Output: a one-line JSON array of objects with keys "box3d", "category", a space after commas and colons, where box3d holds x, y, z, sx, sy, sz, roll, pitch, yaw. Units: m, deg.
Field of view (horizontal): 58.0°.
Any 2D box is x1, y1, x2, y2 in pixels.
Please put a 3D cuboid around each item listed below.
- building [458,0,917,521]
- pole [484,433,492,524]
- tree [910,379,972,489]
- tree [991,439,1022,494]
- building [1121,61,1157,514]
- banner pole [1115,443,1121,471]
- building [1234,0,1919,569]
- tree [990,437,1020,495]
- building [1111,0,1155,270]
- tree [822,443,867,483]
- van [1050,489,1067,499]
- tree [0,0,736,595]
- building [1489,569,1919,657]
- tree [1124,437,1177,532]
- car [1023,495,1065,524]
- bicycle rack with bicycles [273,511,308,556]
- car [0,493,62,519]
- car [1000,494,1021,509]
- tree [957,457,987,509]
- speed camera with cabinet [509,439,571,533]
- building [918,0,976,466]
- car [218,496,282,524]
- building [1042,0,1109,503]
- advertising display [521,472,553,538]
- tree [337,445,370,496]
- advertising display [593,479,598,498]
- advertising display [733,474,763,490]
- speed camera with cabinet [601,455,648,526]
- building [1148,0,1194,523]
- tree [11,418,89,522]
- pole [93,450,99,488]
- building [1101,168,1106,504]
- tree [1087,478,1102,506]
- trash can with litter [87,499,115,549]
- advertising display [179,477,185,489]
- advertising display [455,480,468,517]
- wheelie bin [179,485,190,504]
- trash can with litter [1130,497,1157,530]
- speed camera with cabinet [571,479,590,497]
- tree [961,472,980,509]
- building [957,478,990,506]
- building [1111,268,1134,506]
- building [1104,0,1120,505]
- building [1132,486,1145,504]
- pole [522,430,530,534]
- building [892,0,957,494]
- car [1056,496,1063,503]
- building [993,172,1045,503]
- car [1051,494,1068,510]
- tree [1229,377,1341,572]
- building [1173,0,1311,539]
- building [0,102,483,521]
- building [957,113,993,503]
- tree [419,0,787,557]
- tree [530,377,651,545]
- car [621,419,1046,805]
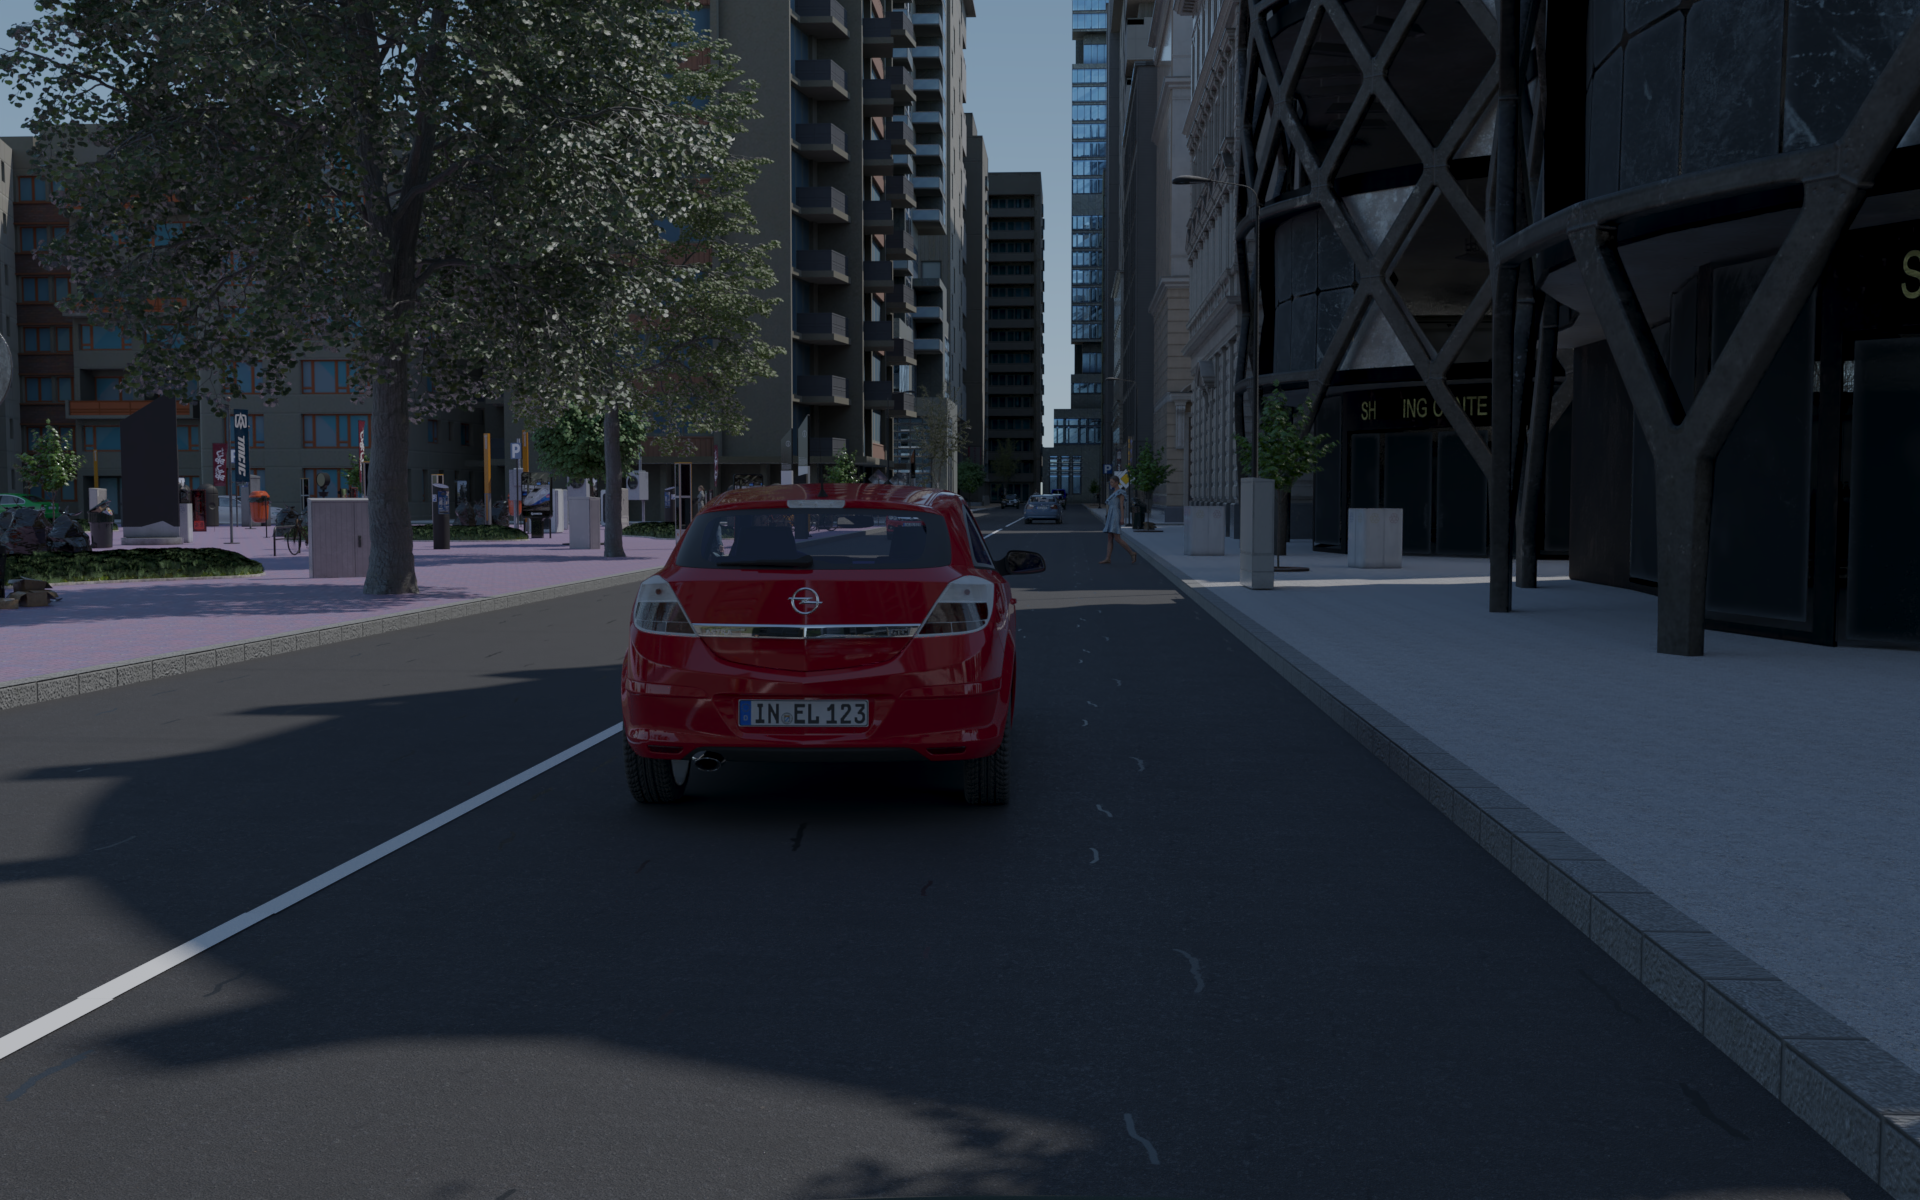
[{"box3d": [-14.020, -26.789, 92.620, 22.147, 44.769, 28.867, 0, 4, 4], "category": "building"}, {"box3d": [-15.919, -3.946, 58.365, 0.158, 3.312, 0.155, 0, 3, 0], "category": "pole"}, {"box3d": [-1.358, -9.837, 111.204, 4.360, 8.622, 3.978, 0, 3, 0], "category": "tree"}, {"box3d": [6.204, -16.914, 226.903, 4.360, 8.622, 3.978, 0, 3, 0], "category": "tree"}, {"box3d": [17.022, -18.878, 102.166, 14.314, 27.812, 24.014, 0, 4, 4], "category": "building"}, {"box3d": [7.697, -5.783, 84.571, 0.401, 3.779, 0.863, -1, 4, -20], "category": "banner pole"}, {"box3d": [14.683, -10.503, 39.171, 16.820, 18.784, 16.811, 0, 4, 4], "category": "building"}, {"box3d": [5.674, -16.513, 220.346, 4.737, 8.622, 4.395, 0, 3, 0], "category": "tree"}, {"box3d": [29.288, -35.449, 168.831, 28.713, 52.752, 27.495, 0, 4, 4], "category": "building"}, {"box3d": [-4.222, -4.293, 64.789, 1.663, 3.219, 1.824, 0, 3, 0], "category": "tree"}, {"box3d": [12.370, -13.039, 217.566, 2.240, 2.365, 5.245, 0, 4, 3], "category": "van"}, {"box3d": [-7.303, -7.062, 22.123, 9.857, 13.997, 8.962, 0, 3, 0], "category": "tree"}, {"box3d": [13.782, -9.136, 16.820, 16.820, 18.784, 16.811, 0, 4, 4], "category": "building"}, {"box3d": [6.251, -3.910, 58.524, 1.663, 3.219, 1.824, 0, 3, 0], "category": "tree"}, {"box3d": [4.054, -4.401, 83.961, 2.014, 1.417, 4.499, 0, 4, 5], "category": "car"}, {"box3d": [-13.221, -1.434, 36.833, 2.852, 0.926, 2.925, 0, 4, -4], "category": "bicycle rack with bicycles"}, {"box3d": [-42.755, -4.199, 77.448, 4.718, 1.807, 1.959, 0, 4, 3], "category": "car"}, {"box3d": [4.868, -9.643, 167.447, 2.009, 1.686, 4.222, 0, 4, 3], "category": "car"}, {"box3d": [0.706, -10.263, 151.506, 4.285, 4.588, 4.351, 0, 3, 0], "category": "tree"}, {"box3d": [-15.122, -4.151, 62.197, 2.038, 3.252, 0.660, -1, 4, -13], "category": "speed camera with cabinet"}, {"box3d": [-13.396, -35.327, 166.838, 28.713, 52.752, 27.495, 0, 4, 4], "category": "building"}, {"box3d": [-31.280, -3.821, 74.836, 4.827, 1.381, 2.083, 0, 4, 4], "category": "car"}, {"box3d": [27.465, -57.050, 245.441, 31.000, 86.520, 22.319, 0, 4, 4], "category": "building"}, {"box3d": [-12.273, -2.755, 50.259, 0.974, 1.923, 0.123, 1, 4, 17], "category": "advertising display"}, {"box3d": [-23.452, -4.513, 68.389, 1.663, 3.219, 1.824, 0, 3, 0], "category": "tree"}, {"box3d": [-13.698, -3.574, 63.641, 0.123, 1.923, 0.974, 3, 4, 36], "category": "advertising display"}, {"box3d": [-6.763, -3.065, 55.324, 0.974, 1.923, 0.123, -2, 4, -24], "category": "advertising display"}, {"box3d": [-13.367, -4.562, 68.927, 2.038, 3.252, 0.660, 2, 4, 31], "category": "speed camera with cabinet"}, {"box3d": [19.304, -18.152, 82.682, 20.117, 28.700, 13.634, 0, 4, 4], "category": "building"}, {"box3d": [-23.266, -3.028, 44.113, 1.663, 3.219, 1.824, 0, 3, 0], "category": "tree"}, {"box3d": [-39.645, -5.240, 79.515, 0.158, 3.312, 0.155, 0, 3, 0], "category": "pole"}, {"box3d": [24.937, -32.757, 219.166, 14.154, 41.232, 14.086, 0, 4, 4], "category": "building"}, {"box3d": [14.867, -12.152, 193.278, 1.663, 3.219, 1.824, 0, 3, 0], "category": "tree"}, {"box3d": [-20.518, -1.801, 40.838, 1.055, 1.170, 0.624, -1, 4, -17], "category": "trash can with litter"}, {"box3d": [-28.818, -3.593, 63.959, 0.123, 1.923, 0.974, 0, 4, -6], "category": "advertising display"}, {"box3d": [-22.646, -4.492, 78.657, 0.123, 1.923, 0.974, 1, 4, 12], "category": "advertising display"}, {"box3d": [-27.514, -3.246, 60.975, 0.693, 1.594, 0.980, -3, 5, -42], "category": "wheelie bin"}, {"box3d": [6.630, -3.111, 62.258, 0.624, 1.170, 1.055, -3, 5, -45], "category": "trash can with litter"}, {"box3d": [-24.862, -7.307, 113.798, 2.038, 3.252, 0.660, 1, 4, 22], "category": "speed camera with cabinet"}, {"box3d": [1.000, -9.413, 148.496, 1.663, 3.219, 1.824, 0, 3, 0], "category": "tree"}, {"box3d": [-13.071, -30.653, 193.061, 32.217, 40.220, 23.993, 0, 4, 4], "category": "building"}, {"box3d": [17.525, -17.959, 142.772, 9.793, 20.994, 18.267, 0, 4, 4], "category": "building"}, {"box3d": [27.041, -40.040, 196.652, 21.231, 58.520, 28.212, 0, 4, 4], "category": "building"}, {"box3d": [17.414, -15.867, 124.059, 10.561, 19.102, 19.286, 0, 4, 4], "category": "building"}, {"box3d": [-13.855, -3.757, 55.273, 0.158, 3.312, 0.155, 0, 3, 0], "category": "pole"}, {"box3d": [-11.032, -49.934, 129.096, 22.319, 86.520, 31.000, 0, 4, 4], "category": "building"}, {"box3d": [5.820, -6.325, 115.780, 2.083, 1.381, 4.827, 0, 4, 4], "category": "car"}, {"box3d": [1.185, -38.168, 247.748, 21.600, 48.544, 21.300, 0, 4, 4], "category": "building"}, {"box3d": [8.946, -9.188, 160.010, 2.009, 1.686, 4.222, 0, 4, 3], "category": "car"}, {"box3d": [5.235, -2.104, 29.000, 1.663, 3.219, 1.824, 0, 3, 0], "category": "tree"}, {"box3d": [13.151, -13.983, 57.502, 11.050, 23.489, 19.941, 0, 4, 4], "category": "building"}, {"box3d": [-40.170, -15.252, 94.407, 28.899, 21.520, 27.650, 0, 4, 4], "category": "building"}, {"box3d": [-7.449, -36.329, 217.680, 21.600, 48.544, 21.300, 0, 4, 4], "category": "building"}, {"box3d": [-7.510, -7.152, 35.065, 7.486, 12.596, 7.792, 0, 3, 0], "category": "tree"}, {"box3d": [-9.392, -3.677, 43.837, 4.285, 4.588, 4.351, 0, 3, 0], "category": "tree"}, {"box3d": [-0.598, -0.028, 9.492, 2.155, 1.783, 4.494, 0, 4, 2], "category": "car"}]
